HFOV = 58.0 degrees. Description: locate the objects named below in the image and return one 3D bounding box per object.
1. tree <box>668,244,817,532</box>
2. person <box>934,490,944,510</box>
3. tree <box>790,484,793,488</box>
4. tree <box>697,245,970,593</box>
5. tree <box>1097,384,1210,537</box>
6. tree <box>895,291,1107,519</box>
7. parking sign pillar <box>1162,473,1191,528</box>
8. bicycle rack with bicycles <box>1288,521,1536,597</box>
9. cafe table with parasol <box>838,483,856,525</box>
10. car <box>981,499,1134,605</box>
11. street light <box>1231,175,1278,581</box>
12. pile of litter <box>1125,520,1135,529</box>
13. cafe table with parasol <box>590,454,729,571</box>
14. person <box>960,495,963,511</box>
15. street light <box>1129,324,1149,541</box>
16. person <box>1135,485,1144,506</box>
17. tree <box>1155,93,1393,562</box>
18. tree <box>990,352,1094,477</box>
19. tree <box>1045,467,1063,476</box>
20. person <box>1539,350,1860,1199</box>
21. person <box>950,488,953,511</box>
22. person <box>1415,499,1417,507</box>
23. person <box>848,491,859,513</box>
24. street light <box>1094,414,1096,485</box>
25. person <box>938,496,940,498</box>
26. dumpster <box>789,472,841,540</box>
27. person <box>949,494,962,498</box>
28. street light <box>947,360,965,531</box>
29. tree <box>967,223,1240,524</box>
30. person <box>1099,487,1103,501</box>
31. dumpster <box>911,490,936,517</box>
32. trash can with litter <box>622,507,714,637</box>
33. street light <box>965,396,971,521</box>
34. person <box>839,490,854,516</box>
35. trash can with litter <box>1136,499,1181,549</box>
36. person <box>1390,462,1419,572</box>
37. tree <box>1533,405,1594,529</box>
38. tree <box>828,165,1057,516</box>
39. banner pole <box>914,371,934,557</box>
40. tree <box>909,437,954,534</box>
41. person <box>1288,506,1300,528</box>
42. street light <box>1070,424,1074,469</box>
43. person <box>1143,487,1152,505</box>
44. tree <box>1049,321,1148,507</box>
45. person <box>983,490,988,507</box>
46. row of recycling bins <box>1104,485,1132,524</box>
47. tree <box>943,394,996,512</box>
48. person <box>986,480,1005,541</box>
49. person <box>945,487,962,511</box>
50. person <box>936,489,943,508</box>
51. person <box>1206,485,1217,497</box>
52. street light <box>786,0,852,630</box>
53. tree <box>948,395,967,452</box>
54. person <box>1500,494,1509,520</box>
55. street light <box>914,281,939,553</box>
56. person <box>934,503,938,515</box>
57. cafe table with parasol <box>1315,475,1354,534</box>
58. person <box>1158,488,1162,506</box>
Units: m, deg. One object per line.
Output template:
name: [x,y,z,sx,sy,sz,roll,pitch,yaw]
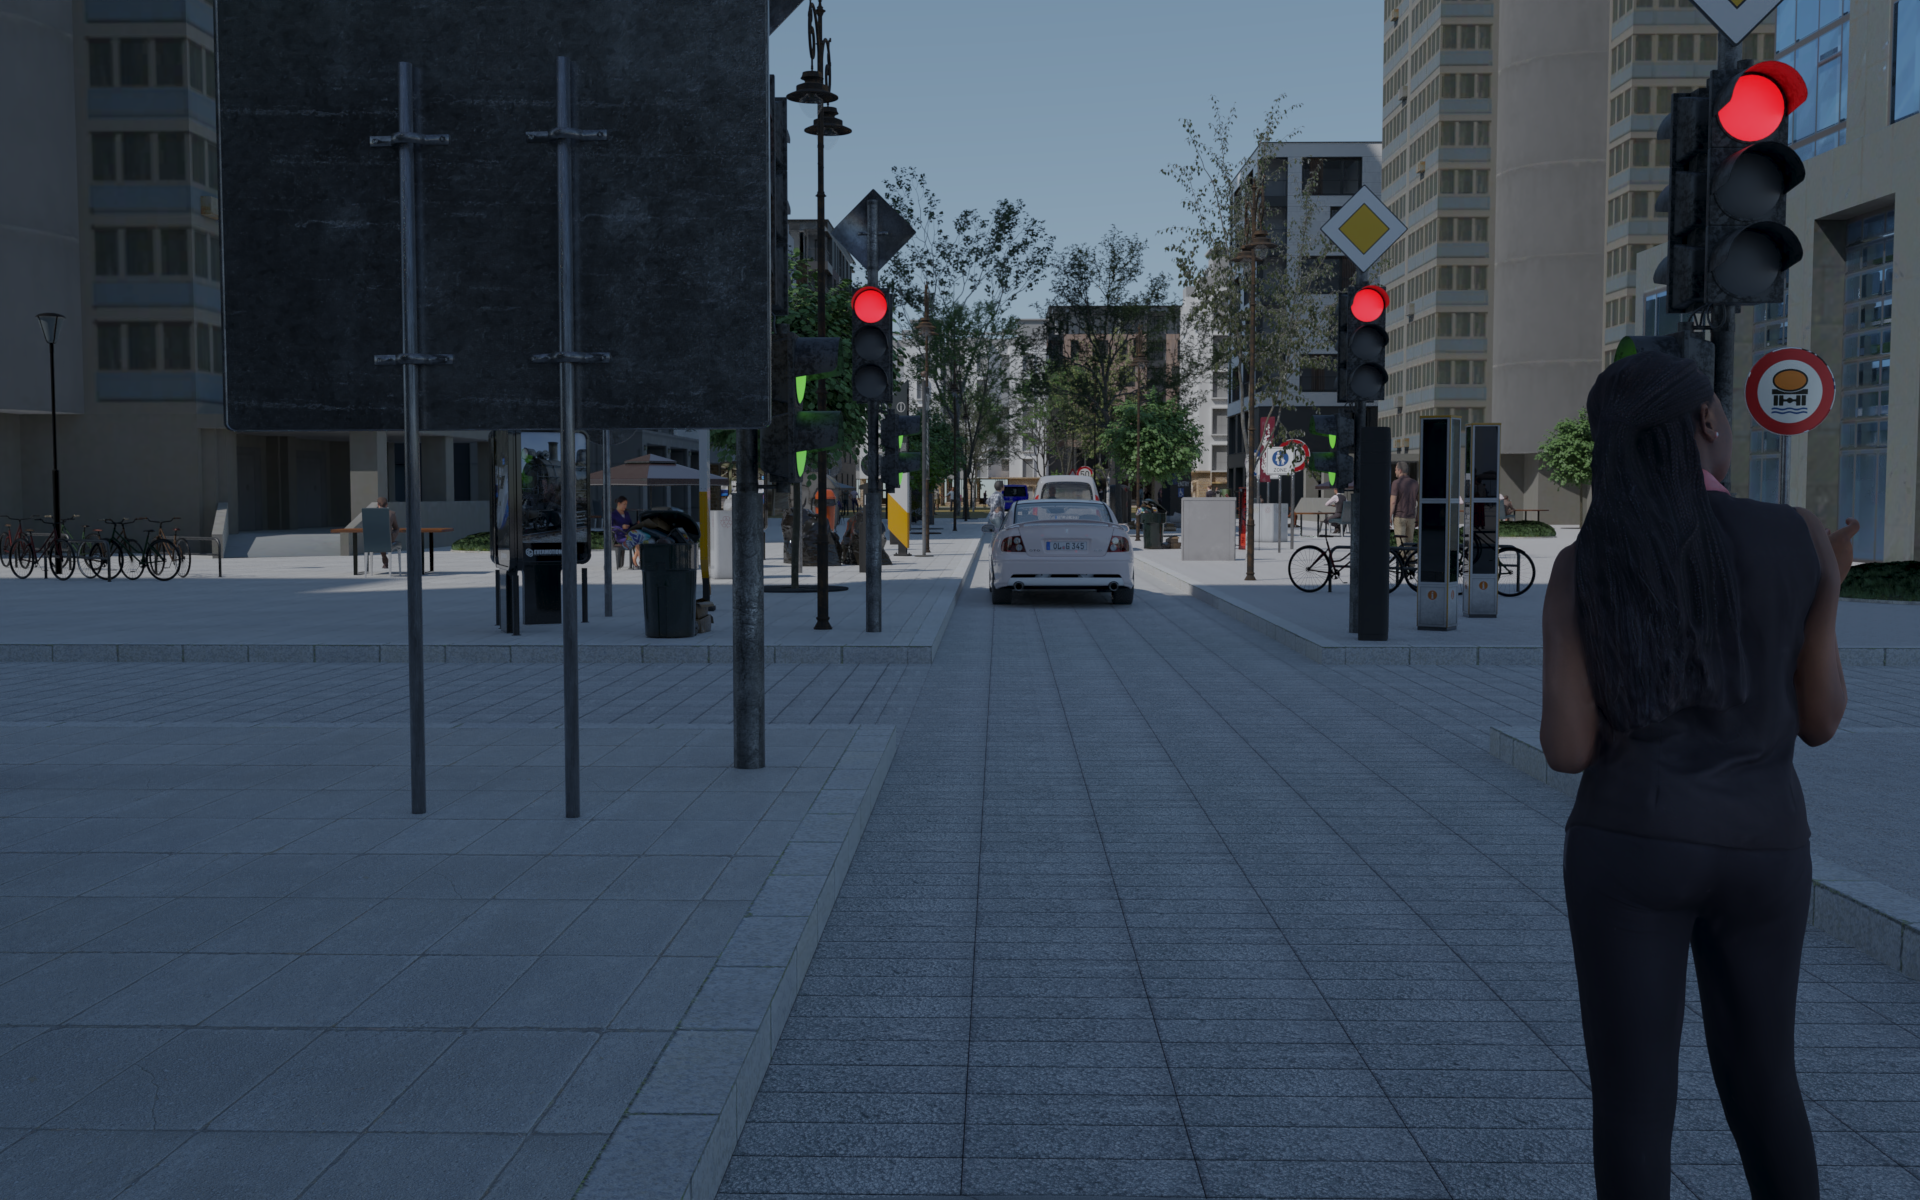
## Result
tree: [-6.919,-7.469,56.528,7.601,10.594,8.767,0,4,6]
person: [-1.873,-7.962,136.226,1.348,1.824,0.705,2,4,24]
tree: [-6.873,-4.988,76.163,1.663,3.219,1.824,0,3,0]
tree: [-2.245,-2.400,22.959,4.285,4.588,4.351,0,3,0]
tree: [5.817,-4.179,52.038,4.285,4.588,4.351,0,3,0]
tree: [0.364,-9.910,87.791,9.928,11.665,9.643,0,3,0]
parking sign pillar: [8.280,-4.751,66.144,1.447,3.967,1.447,-3,5,-45]
bicycle rack with bicycles: [6.102,-0.554,22.444,2.925,0.926,2.852,3,5,44]
cafe table with parasol: [-5.648,-4.121,72.238,2.610,1.966,2.610,1,4,14]
car: [1.335,-0.703,23.854,2.083,1.381,4.827,0,4,0]
street light: [4.312,-3.227,25.548,0.468,5.910,1.993,0,4,1]
pile of litter: [6.547,-3.010,63.179,1.719,0.858,1.176,0,4,-2]
cafe table with parasol: [-5.291,-1.517,29.667,2.610,1.966,2.610,0,4,3]
person: [-0.026,-7.491,131.746,0.991,1.433,0.599,1,4,11]
street light: [4.864,-4.550,47.187,0.468,5.910,1.993,0,4,1]
person: [10.054,-5.543,96.756,0.705,1.814,1.350,1,4,21]
tree: [5.618,-5.005,32.190,4.360,8.622,3.978,0,3,0]
tree: [7.194,-14.661,150.071,12.009,13.543,11.850,0,3,0]
tree: [7.074,-7.938,124.384,1.663,3.219,1.824,0,3,0]
person: [1.115,0.448,2.651,0.593,1.643,0.415,-3,5,-40]
person: [-0.565,-7.725,133.151,0.445,1.727,0.742,-3,4,-39]
person: [16.455,-3.462,63.473,0.431,1.722,0.655,-3,4,-37]
person: [-6.868,-6.487,113.047,0.756,1.711,0.436,2,4,31]
street light: [5.346,-5.863,68.650,0.468,5.910,1.993,0,4,1]
person: [-2.419,-8.870,151.072,1.348,1.822,0.705,1,4,16]
dumpster: [-3.842,-2.447,45.774,1.264,1.857,1.865,0,4,1]
person: [-0.383,-9.932,168.447,1.348,1.822,0.705,0,4,-7]
street light: [-0.177,-5.330,59.932,0.468,5.910,1.993,0,4,1]
tree: [5.539,-7.620,58.998,8.767,10.594,7.601,1,4,15]
person: [8.903,-6.383,111.206,0.742,1.727,0.445,3,4,38]
dumpster: [-1.792,-4.327,73.243,1.502,2.255,1.985,0,4,1]
trash can with litter: [-2.622,-0.268,15.777,0.624,1.170,1.055,0,4,7]
street light: [0.275,-6.647,81.472,0.468,5.910,1.993,0,4,1]
person: [-6.820,-5.885,102.981,1.217,1.735,0.721,2,4,25]
trash can with litter: [4.671,-1.772,40.365,1.055,1.170,0.624,-2,4,-30]
person: [7.229,-1.347,28.203,0.598,1.807,0.434,-1,4,-10]
tree: [22.957,-4.916,64.087,4.285,4.588,4.351,0,3,0]
tree: [-1.627,-15.052,101.986,12.611,20.169,13.585,0,3,0]
banner pole: [-0.696,-2.786,35.573,0.401,3.779,0.863,1,4,10]
tree: [-1.149,-3.733,55.642,1.663,3.219,1.824,0,3,0]
person: [12.672,-3.186,66.421,0.655,0.850,0.859,-1,4,-14]
street light: [5.880,-7.176,90.113,0.468,5.910,1.993,0,4,1]
person: [12.119,-6.498,113.112,1.217,1.723,0.721,3,4,36]
tree: [6.049,-7.514,73.222,4.737,8.622,4.395,0,3,0]
person: [2.424,-9.670,165.618,0.415,1.643,0.593,0,4,6]
row of recycling bins: [6.904,-4.223,76.156,1.069,1.692,3.534,1,4,13]
tree: [0.827,-10.780,126.616,4.360,8.622,3.978,0,3,0]
person: [0.816,-1.782,38.355,0.376,1.734,0.841,0,4,-8]
person: [-0.521,-7.512,128.845,1.348,1.826,0.705,0,4,4]
person: [-1.940,-9.192,157.060,0.721,1.736,1.217,-3,5,-40]
person: [12.034,-4.666,83.140,0.445,1.727,0.742,3,4,36]
street light: [-1.300,-2.659,16.257,0.468,5.910,1.993,0,4,1]
tree: [1.467,-12.462,138.169,7.601,10.594,8.767,-1,4,-10]
person: [20.786,-3.514,66.680,0.799,1.438,0.628,2,4,34]
street light: [-0.723,-3.971,37.718,0.468,5.910,1.993,0,4,1]
person: [-1.715,-6.169,107.355,0.683,1.767,0.568,-3,4,-37]
cafe table with parasol: [12.628,-3.158,56.504,2.610,1.966,2.610,-1,4,-17]
person: [11.909,-5.788,102.146,0.593,1.643,0.415,2,4,34]
